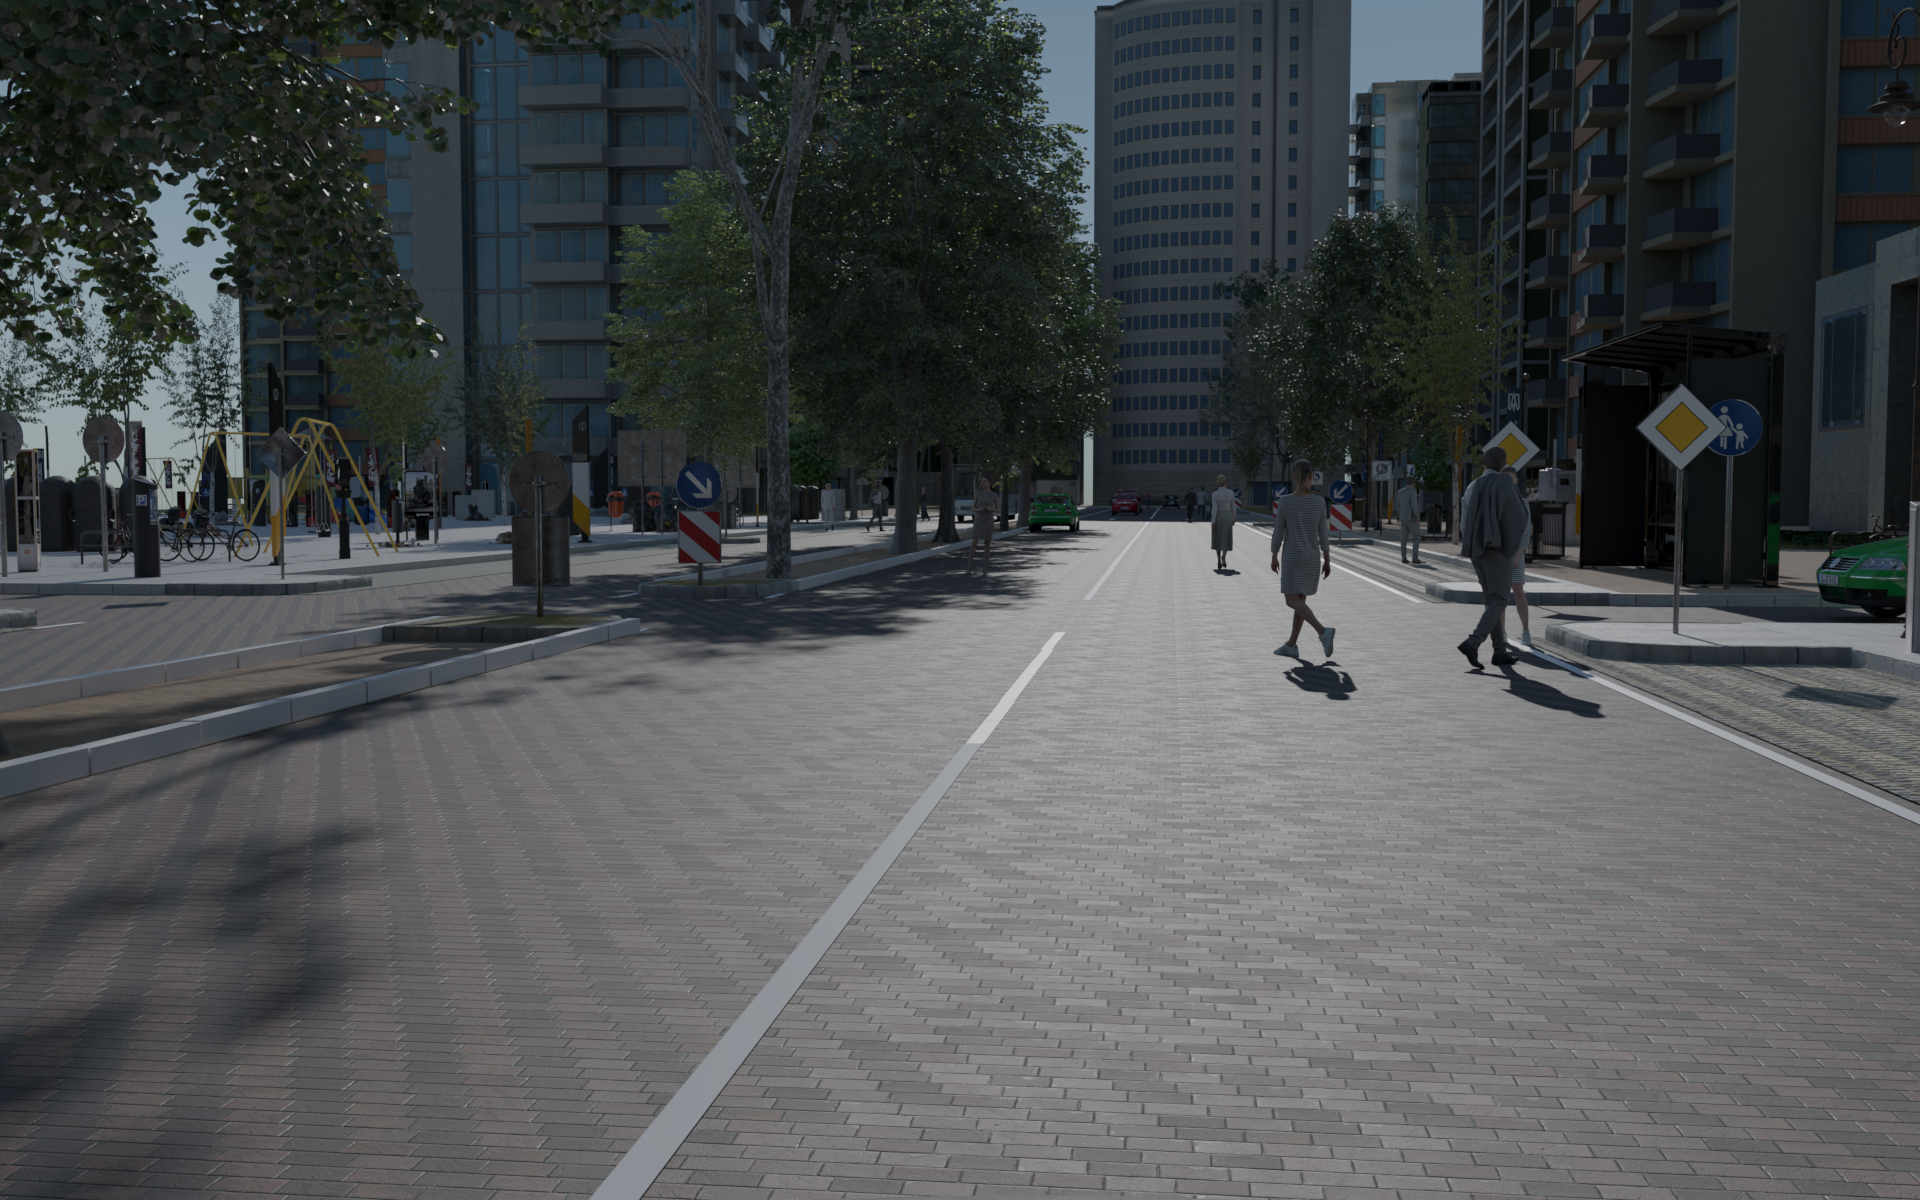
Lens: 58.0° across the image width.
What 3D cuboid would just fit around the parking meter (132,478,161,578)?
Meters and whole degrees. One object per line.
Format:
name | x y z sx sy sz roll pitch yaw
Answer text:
parking meter | -12.543 -1.119 26.701 0.372 1.533 0.369 0 3 0

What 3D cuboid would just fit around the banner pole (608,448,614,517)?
banner pole | -19.215 -6.441 95.331 0.401 3.779 0.863 1 4 13

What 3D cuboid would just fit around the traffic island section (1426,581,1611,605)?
traffic island section | 7.566 -0.097 23.868 2.009 0.180 2.903 0 4 7

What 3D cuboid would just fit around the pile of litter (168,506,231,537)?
pile of litter | -22.931 -2.357 52.506 1.719 0.858 1.176 -1 4 -21

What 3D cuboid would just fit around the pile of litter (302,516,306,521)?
pile of litter | -30.625 -4.157 81.929 1.176 0.858 1.719 1 4 11

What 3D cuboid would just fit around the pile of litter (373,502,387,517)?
pile of litter | -33.050 -5.127 97.784 1.719 0.858 1.176 -1 4 -18

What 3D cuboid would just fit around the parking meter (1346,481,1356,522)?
parking meter | 17.939 -4.515 79.531 0.255 1.863 0.399 -3 5 -40

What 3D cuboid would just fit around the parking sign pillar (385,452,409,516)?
parking sign pillar | -33.205 -6.960 102.273 1.447 3.967 1.447 -1 4 -19

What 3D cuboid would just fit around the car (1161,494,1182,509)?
car | 20.774 -9.818 170.308 2.009 1.686 4.222 0 4 7

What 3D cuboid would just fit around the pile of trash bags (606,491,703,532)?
pile of trash bags | -10.723 -3.033 59.339 3.447 1.369 1.912 2 4 29

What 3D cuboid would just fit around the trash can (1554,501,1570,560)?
trash can | 11.548 -1.363 33.945 0.748 1.137 0.748 0 3 0

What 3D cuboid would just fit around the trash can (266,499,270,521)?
trash can | -31.413 -4.133 79.228 0.748 1.137 0.748 0 3 0

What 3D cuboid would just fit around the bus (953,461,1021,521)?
bus | 1.463 -6.070 94.108 2.948 3.499 13.247 0 4 8

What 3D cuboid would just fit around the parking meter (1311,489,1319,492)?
parking meter | 17.529 -4.715 85.502 0.372 1.533 0.369 0 3 0

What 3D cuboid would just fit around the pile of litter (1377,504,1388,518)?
pile of litter | 22.399 -4.800 92.449 1.176 0.858 1.719 2 4 29

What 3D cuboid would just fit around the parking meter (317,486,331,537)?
parking meter | -18.941 -2.640 51.576 0.372 1.533 0.369 0 3 0

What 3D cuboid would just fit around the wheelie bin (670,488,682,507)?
wheelie bin | -14.839 -5.106 91.389 0.980 1.594 0.693 1 4 12

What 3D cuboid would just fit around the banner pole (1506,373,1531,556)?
banner pole | 11.562 -2.807 35.912 0.863 3.779 0.401 -2 4 -34

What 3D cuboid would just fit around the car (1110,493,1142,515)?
car | 11.263 -6.646 117.698 2.155 1.783 4.494 0 4 7

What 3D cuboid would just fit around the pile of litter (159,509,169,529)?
pile of litter | -28.625 -2.996 62.954 1.719 0.858 1.176 0 4 8

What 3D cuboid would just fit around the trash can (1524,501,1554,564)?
trash can | 10.412 -1.255 32.174 0.748 1.137 0.748 0 3 0

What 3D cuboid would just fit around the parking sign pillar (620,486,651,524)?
parking sign pillar | -14.035 -5.295 75.045 1.447 3.967 1.447 3 4 38

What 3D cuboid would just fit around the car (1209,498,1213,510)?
car | 23.327 -8.905 155.380 2.009 1.686 4.222 1 4 8

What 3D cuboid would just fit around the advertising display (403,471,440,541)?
advertising display | -14.908 -2.614 47.960 0.974 1.923 0.123 -2 4 -34

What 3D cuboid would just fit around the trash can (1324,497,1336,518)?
trash can | 19.935 -4.985 93.152 0.748 1.137 0.748 0 3 0

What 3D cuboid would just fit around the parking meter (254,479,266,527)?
parking meter | -27.722 -3.845 68.574 0.399 1.863 0.255 1 4 17

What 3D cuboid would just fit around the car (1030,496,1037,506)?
car | 5.221 -6.441 117.897 1.945 1.354 3.894 1 4 8

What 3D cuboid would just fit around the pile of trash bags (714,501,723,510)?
pile of trash bags | -11.441 -3.852 72.726 3.447 1.369 1.912 0 4 -7

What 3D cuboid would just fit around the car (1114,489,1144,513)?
car | 12.899 -7.566 132.374 2.281 1.827 5.304 0 4 5

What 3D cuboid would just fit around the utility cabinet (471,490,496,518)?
utility cabinet | -25.278 -5.089 91.891 1.173 1.500 0.318 0 4 1

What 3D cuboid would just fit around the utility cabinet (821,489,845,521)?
utility cabinet | -5.895 -4.391 80.473 1.173 1.500 0.318 2 4 31

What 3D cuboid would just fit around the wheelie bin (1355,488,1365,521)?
wheelie bin | 19.088 -4.622 83.486 0.980 1.594 0.693 0 4 5

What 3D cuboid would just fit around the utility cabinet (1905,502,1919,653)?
utility cabinet | 8.212 -0.168 13.913 1.020 1.237 0.306 1 4 19

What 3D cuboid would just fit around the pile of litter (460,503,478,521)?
pile of litter | -23.204 -4.225 83.051 1.719 0.858 1.176 3 4 39

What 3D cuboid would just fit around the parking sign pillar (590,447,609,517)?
parking sign pillar | -20.791 -6.798 99.616 1.447 3.967 1.447 2 4 30

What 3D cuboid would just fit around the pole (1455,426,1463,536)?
pole | 14.867 -3.537 51.673 0.158 3.312 0.155 0 3 0

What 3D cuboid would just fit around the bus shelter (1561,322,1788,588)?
bus shelter | 10.821 -2.168 26.731 1.731 3.624 6.357 0 4 7

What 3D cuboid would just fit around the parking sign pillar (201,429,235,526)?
parking sign pillar | -30.629 -5.057 71.149 1.447 3.967 1.447 0 4 6

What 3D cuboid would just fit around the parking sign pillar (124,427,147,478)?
parking sign pillar | -32.750 -4.913 68.800 1.447 3.967 1.447 0 4 -6

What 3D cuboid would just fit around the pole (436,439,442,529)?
pole | -19.216 -4.282 63.856 0.158 3.312 0.155 0 3 0

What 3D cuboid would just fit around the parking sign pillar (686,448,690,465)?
parking sign pillar | -15.954 -6.891 101.144 1.447 3.967 1.447 -1 4 -10

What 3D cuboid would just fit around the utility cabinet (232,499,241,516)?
utility cabinet | -42.765 -5.733 102.413 0.318 1.500 1.173 -1 4 -12

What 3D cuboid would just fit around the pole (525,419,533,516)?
pole | -11.722 -3.260 47.136 0.158 3.312 0.155 0 3 0

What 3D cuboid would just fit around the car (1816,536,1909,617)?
car | 12.112 -0.642 19.293 4.718 1.807 1.959 0 4 5

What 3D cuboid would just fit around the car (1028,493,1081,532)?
car | 3.663 -3.544 66.744 1.959 1.807 4.718 0 4 7

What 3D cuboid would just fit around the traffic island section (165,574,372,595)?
traffic island section | -10.194 -0.229 26.022 2.009 0.180 2.903 0 4 7

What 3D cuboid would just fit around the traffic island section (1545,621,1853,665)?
traffic island section | 6.604 0.388 15.941 2.009 0.180 2.903 0 4 7

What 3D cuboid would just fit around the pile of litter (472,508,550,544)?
pile of litter | -11.553 -1.904 45.095 1.176 0.858 1.719 3 5 43

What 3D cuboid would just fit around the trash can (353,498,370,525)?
trash can | -24.679 -3.656 71.437 0.748 1.137 0.748 0 3 0

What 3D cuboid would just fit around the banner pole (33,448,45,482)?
banner pole | -44.056 -5.703 83.254 0.863 3.779 0.401 -1 4 -22

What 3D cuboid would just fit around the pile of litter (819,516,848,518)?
pile of litter | -6.899 -4.843 93.146 1.719 0.858 1.176 2 4 24

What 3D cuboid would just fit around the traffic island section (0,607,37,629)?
traffic island section | -11.157 0.256 18.095 2.009 0.180 2.903 0 4 7

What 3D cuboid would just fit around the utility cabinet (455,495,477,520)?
utility cabinet | -24.464 -4.564 85.789 1.020 1.237 0.306 0 4 -3
